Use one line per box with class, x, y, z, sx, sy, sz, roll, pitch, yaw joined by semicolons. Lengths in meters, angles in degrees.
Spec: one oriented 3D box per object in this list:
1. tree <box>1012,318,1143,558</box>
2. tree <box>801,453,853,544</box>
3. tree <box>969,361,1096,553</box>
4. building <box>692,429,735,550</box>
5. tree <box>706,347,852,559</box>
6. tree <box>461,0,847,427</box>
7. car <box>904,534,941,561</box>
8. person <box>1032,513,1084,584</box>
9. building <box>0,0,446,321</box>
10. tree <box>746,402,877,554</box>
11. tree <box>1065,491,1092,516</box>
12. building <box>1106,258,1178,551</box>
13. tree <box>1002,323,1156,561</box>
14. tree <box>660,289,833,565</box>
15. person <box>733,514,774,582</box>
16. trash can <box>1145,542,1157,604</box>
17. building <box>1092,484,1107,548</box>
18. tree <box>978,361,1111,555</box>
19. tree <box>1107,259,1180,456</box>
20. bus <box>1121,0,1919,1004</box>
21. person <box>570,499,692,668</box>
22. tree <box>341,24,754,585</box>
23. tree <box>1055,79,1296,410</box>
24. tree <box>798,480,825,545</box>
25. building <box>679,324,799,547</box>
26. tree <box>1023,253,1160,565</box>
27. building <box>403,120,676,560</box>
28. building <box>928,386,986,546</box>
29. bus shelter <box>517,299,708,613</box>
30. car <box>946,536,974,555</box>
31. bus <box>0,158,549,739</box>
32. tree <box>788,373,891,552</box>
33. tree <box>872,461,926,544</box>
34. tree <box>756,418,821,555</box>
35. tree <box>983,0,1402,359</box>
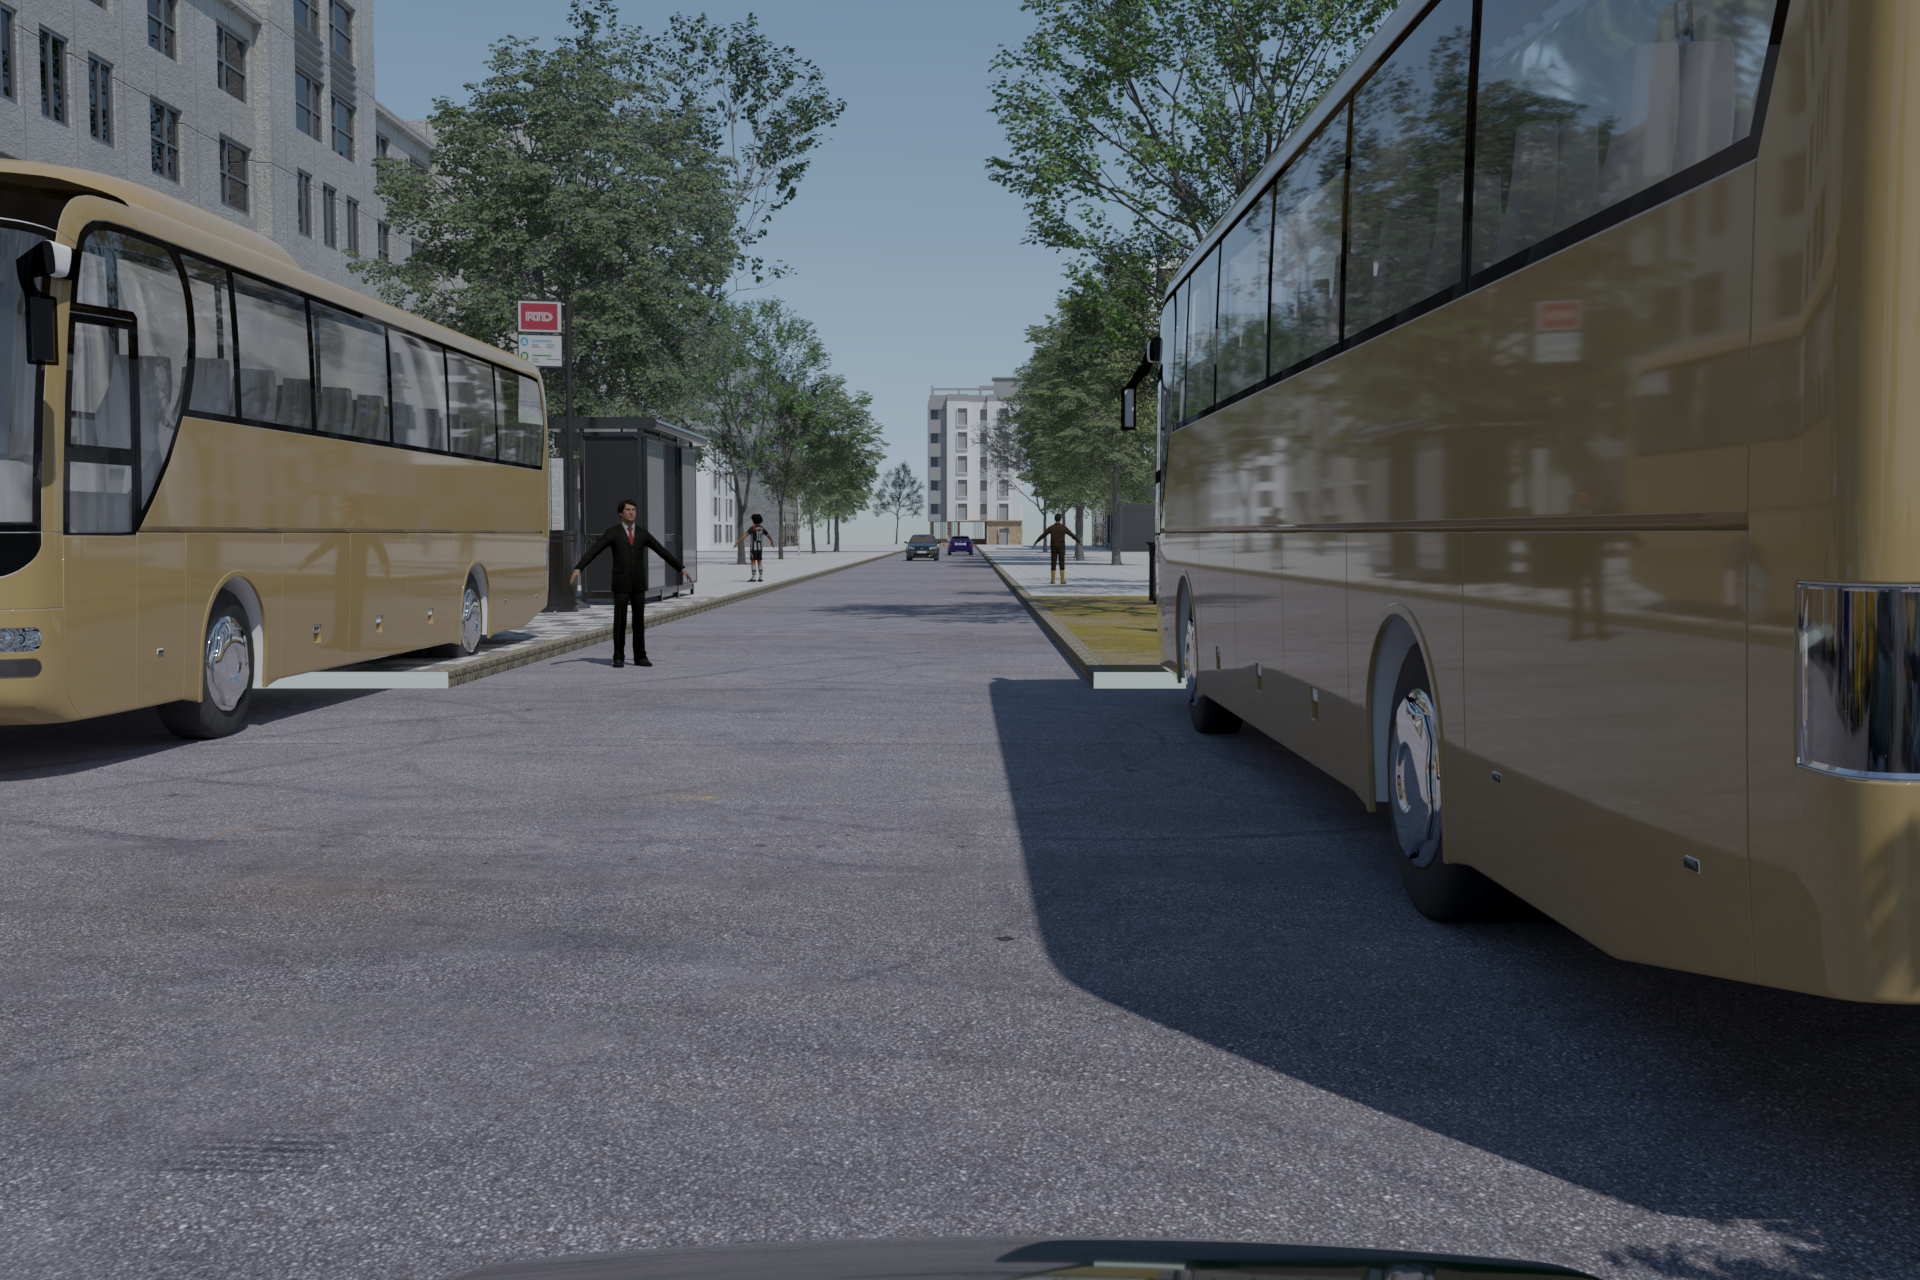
tree;6.433;-10.602;91.473;7.486;12.596;7.792;0;3;0
tree;-15.790;-18.056;213.348;7.486;12.596;7.792;0;3;0
tree;5.712;-12.697;117.968;12.009;13.543;11.850;0;3;0
building;-24.300;-12.896;152.998;9.099;9.664;28.070;0;4;1
tree;-9.237;-9.332;86.996;8.767;10.594;7.601;2;4;27
tree;-10.698;-12.540;60.912;12.611;20.169;13.585;0;3;0
car;-1.997;-5.116;93.430;2.009;1.686;4.222;0;4;1
person;2.516;-2.346;44.499;1.346;1.812;0.704;1;4;9
building;-27.009;-11.053;47.172;16.747;18.905;31.486;0;4;0
tree;-9.577;-10.887;112.410;8.767;10.594;7.601;-1;4;-21
tree;16.916;-18.436;211.803;12.009;13.543;11.850;0;3;0
building;25.949;-18.350;144.000;27.936;21.610;32.646;0;3;0
tree;5.839;-10.019;81.941;7.486;12.596;7.792;0;3;0
tree;-9.119;-8.981;72.598;9.928;11.665;9.643;0;3;0
person;-5.465;-2.458;46.324;1.345;1.843;0.704;-3;5;-44
trash can;3.759;-1.224;31.671;0.748;1.137;0.748;0;3;0
building;22.950;-20.762;170.394;19.493;23.208;18.063;0;4;0
tree;6.354;-11.848;104.085;12.009;13.543;11.850;0;3;0
tree;5.909;-5.755;44.449;4.737;8.622;4.395;0;3;0
bus;2.876;-1.081;9.228;2.896;3.916;12.252;0;4;0
person;-3.562;-0.614;18.682;1.347;1.806;0.705;-2;4;-28
tree;-9.883;-8.338;42.975;9.857;13.997;8.962;0;3;0
tree;5.925;-6.252;36.630;8.767;10.594;7.601;1;4;16
tree;-17.501;-15.688;206.863;4.360;8.622;3.978;0;3;0
building;-26.704;-21.203;177.600;19.493;23.208;18.063;0;4;0
tree;6.255;-9.297;70.137;7.486;12.596;7.792;0;3;0
building;-25.642;-13.673;90.011;16.747;18.905;31.486;0;3;0
building;-3.573;-21.609;212.184;11.380;20.090;16.016;0;4;-5
bus shelter;-6.473;-3.351;32.416;2.179;5.291;8.768;0;4;0
car;0.014;-6.406;117.313;1.945;1.354;3.894;0;4;-1
bus;-6.327;-1.455;15.338;2.896;3.916;12.252;0;3;0
tree;-8.772;-12.509;122.646;7.486;12.596;7.792;0;3;0
tree;-7.571;-17.101;214.008;7.601;10.594;8.767;0;4;8
tree;-9.464;-9.384;103.783;4.360;8.622;3.978;0;3;0
tree;4.002;-6.149;26.294;9.928;11.665;9.643;0;3;0
